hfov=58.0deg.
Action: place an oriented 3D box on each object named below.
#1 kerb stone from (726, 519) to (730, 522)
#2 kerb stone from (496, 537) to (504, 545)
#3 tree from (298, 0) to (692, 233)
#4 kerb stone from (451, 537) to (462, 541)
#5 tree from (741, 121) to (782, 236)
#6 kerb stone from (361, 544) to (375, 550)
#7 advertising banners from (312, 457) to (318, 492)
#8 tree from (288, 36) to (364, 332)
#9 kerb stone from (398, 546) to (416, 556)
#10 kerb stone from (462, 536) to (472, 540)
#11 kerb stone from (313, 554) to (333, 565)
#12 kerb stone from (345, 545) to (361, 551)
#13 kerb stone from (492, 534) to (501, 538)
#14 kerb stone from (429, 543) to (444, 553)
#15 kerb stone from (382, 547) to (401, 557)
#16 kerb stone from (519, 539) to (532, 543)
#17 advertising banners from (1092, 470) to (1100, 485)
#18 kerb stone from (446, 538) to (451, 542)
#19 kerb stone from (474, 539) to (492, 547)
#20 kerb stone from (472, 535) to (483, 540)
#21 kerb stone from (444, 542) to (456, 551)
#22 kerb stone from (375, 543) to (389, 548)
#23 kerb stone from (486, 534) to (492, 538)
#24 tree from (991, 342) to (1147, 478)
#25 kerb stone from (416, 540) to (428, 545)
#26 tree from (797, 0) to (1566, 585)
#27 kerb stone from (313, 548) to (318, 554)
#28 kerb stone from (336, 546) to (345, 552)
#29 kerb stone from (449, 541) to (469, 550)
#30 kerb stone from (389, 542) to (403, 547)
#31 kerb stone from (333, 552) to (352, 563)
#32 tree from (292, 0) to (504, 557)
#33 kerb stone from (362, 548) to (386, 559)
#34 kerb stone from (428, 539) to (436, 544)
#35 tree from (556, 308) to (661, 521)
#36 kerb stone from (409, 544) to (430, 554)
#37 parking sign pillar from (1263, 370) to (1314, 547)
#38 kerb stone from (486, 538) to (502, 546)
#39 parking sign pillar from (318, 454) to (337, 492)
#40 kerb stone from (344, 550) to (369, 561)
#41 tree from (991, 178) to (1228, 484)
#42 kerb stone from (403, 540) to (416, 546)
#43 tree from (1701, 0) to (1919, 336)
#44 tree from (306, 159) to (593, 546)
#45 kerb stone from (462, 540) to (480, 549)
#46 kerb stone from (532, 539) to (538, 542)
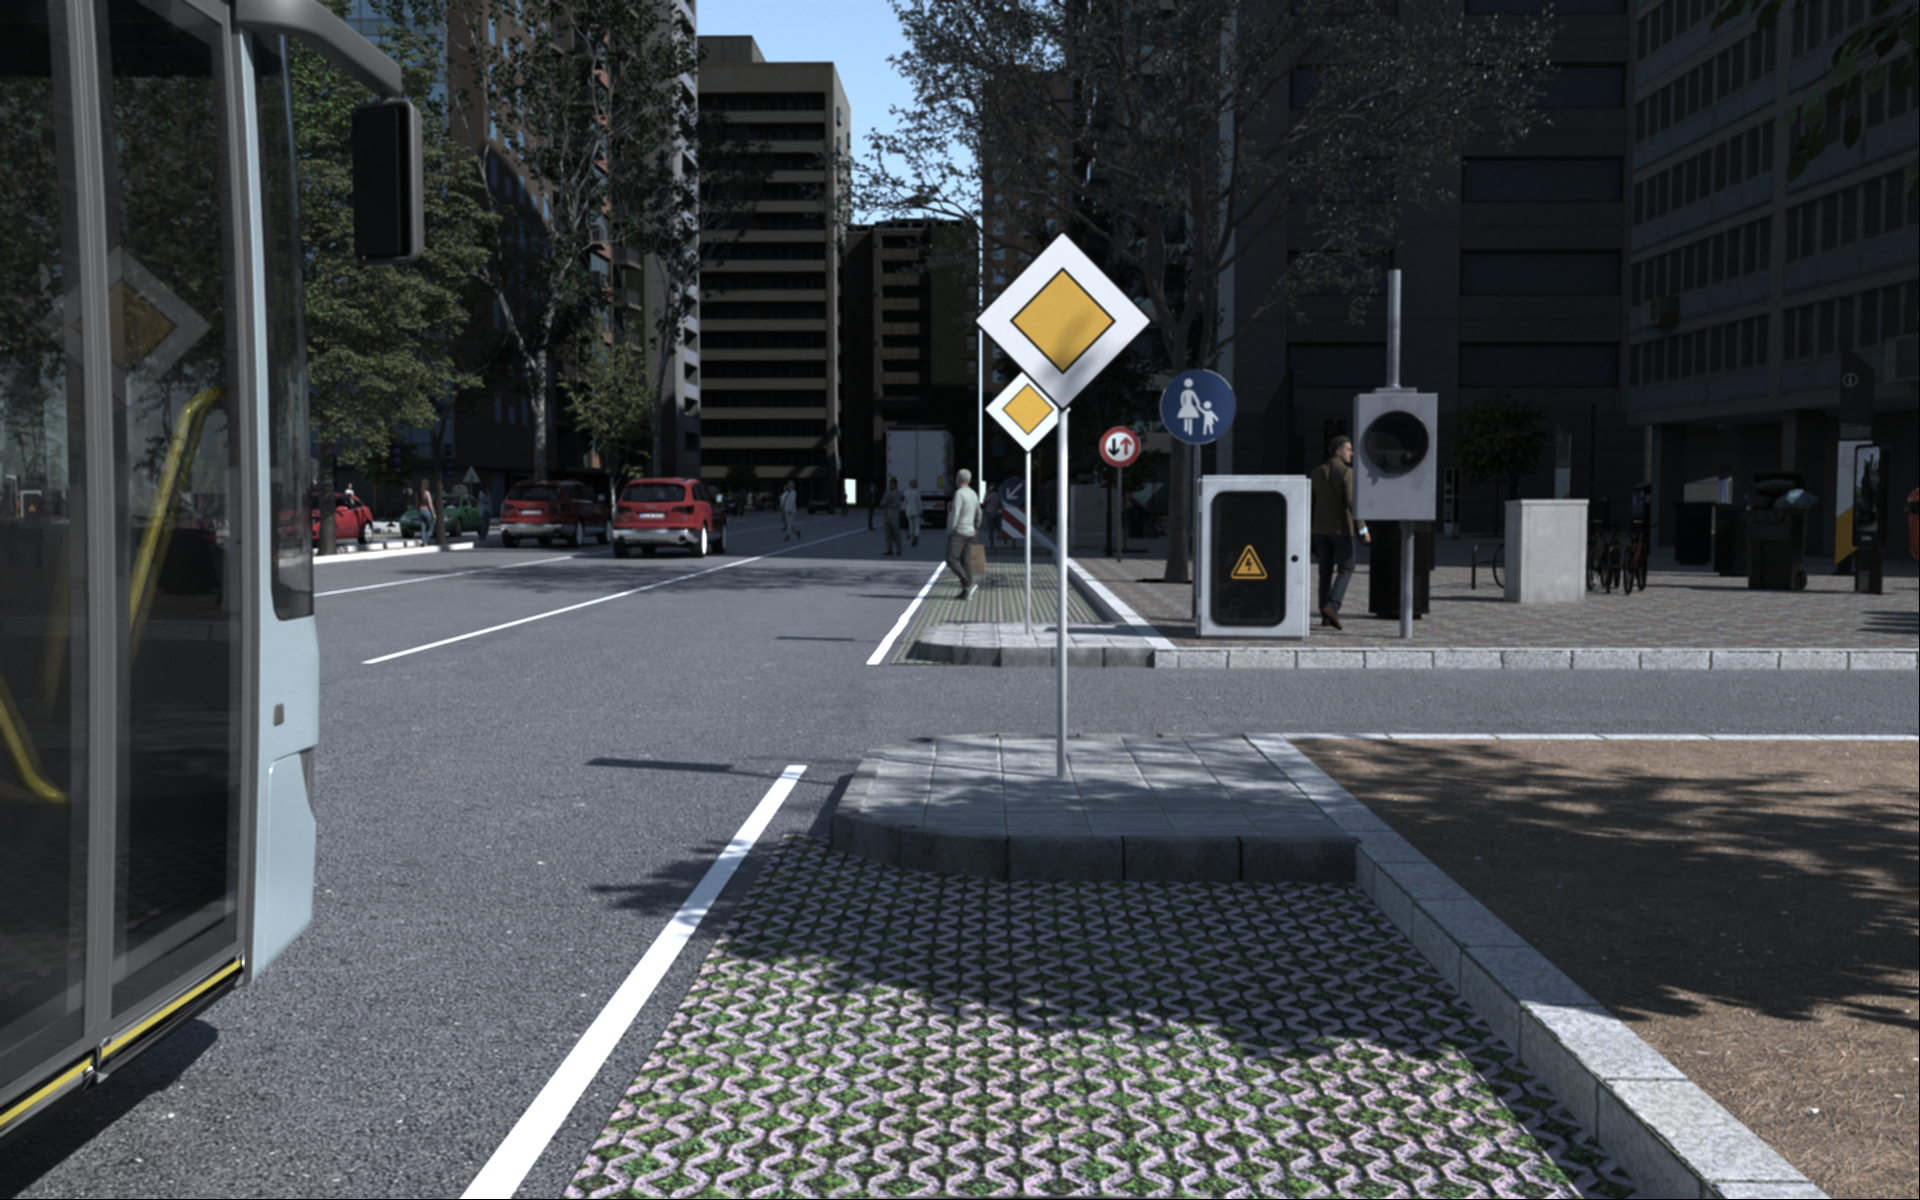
[{"bbox_3d":[-12.074,-4.138,89.853,0.120,0.150,1.000,0,4,1],"label":"kerb stone"},{"bbox_3d":[-12.894,-1.629,48.867,0.120,0.150,1.000,0,4,1],"label":"kerb stone"},{"bbox_3d":[-15.107,-12.198,57.786,12.611,20.169,13.585,0,3,0],"label":"tree"},{"bbox_3d":[-14.952,-1.761,50.990,0.120,0.150,1.000,0,4,1],"label":"kerb stone"},{"bbox_3d":[-14.651,-13.396,77.373,12.611,20.169,13.585,0,3,0],"label":"tree"},{"bbox_3d":[-15.095,-1.322,43.805,0.120,0.150,1.000,0,4,1],"label":"kerb stone"},{"bbox_3d":[-31.276,-5.296,82.774,2.074,3.025,0.090,2,4,34],"label":"advertising banners"},{"bbox_3d":[-14.122,-6.195,29.500,9.928,11.665,9.643,0,3,0],"label":"tree"},{"bbox_3d":[-13.058,-1.126,40.660,0.120,0.150,1.000,0,4,1],"label":"kerb stone"},{"bbox_3d":[-14.935,-1.824,52.024,0.120,0.150,1.000,0,4,1],"label":"kerb stone"},{"bbox_3d":[-13.165,-0.814,35.544,0.120,0.150,1.000,0,4,1],"label":"kerb stone"},{"bbox_3d":[-15.112,-1.259,42.774,0.120,0.150,1.000,0,4,1],"label":"kerb stone"},{"bbox_3d":[-14.873,-2.013,55.105,0.120,0.150,1.000,0,4,1],"label":"kerb stone"},{"bbox_3d":[-13.017,-1.253,42.705,0.120,0.150,1.000,0,4,1],"label":"kerb stone"},{"bbox_3d":[-13.079,-1.067,39.637,0.120,0.150,1.000,0,4,1],"label":"kerb stone"},{"bbox_3d":[-12.854,-1.755,50.915,0.120,0.150,1.000,0,4,1],"label":"kerb stone"},{"bbox_3d":[6.401,-5.765,90.445,2.074,3.025,0.090,1,4,20],"label":"advertising banners"},{"bbox_3d":[-14.976,-1.698,49.961,0.120,0.150,1.000,0,4,1],"label":"kerb stone"},{"bbox_3d":[-12.929,-1.505,46.806,0.120,0.150,1.000,0,4,1],"label":"kerb stone"},{"bbox_3d":[-14.907,-1.887,53.046,0.120,0.150,1.000,0,4,1],"label":"kerb stone"},{"bbox_3d":[-13.001,-1.312,43.737,0.120,0.150,1.000,0,4,1],"label":"kerb stone"},{"bbox_3d":[-15.076,-1.384,44.827,0.120,0.150,1.000,0,4,1],"label":"kerb stone"},{"bbox_3d":[-14.897,-1.950,54.080,0.120,0.150,1.000,0,4,1],"label":"kerb stone"},{"bbox_3d":[5.173,-9.973,81.188,7.486,12.596,7.792,0,3,0],"label":"tree"},{"bbox_3d":[-15.010,-1.570,47.909,0.120,0.150,1.000,0,4,1],"label":"kerb stone"},{"bbox_3d":[3.206,-6.994,24.720,12.009,13.543,11.850,0,3,0],"label":"tree"},{"bbox_3d":[-15.156,-1.133,40.717,0.120,0.150,1.000,0,4,1],"label":"kerb stone"},{"bbox_3d":[-15.136,-1.192,41.747,0.120,0.150,1.000,0,4,1],"label":"kerb stone"},{"bbox_3d":[-12.978,-1.374,44.762,0.120,0.150,1.000,0,4,1],"label":"kerb stone"},{"bbox_3d":[-15.046,-1.447,45.849,0.120,0.150,1.000,0,4,1],"label":"kerb stone"},{"bbox_3d":[-13.144,-0.877,36.571,0.120,0.150,1.000,0,4,1],"label":"kerb stone"},{"bbox_3d":[-14.059,-7.197,38.262,7.486,12.596,7.792,0,3,0],"label":"tree"},{"bbox_3d":[-13.091,-1.004,38.615,0.120,0.150,1.000,0,4,1],"label":"kerb stone"},{"bbox_3d":[-14.987,-1.633,48.931,0.120,0.150,1.000,0,4,1],"label":"kerb stone"},{"bbox_3d":[-13.436,-6.975,66.864,4.737,8.622,4.395,0,3,0],"label":"tree"},{"bbox_3d":[-13.036,-1.186,41.682,0.120,0.150,1.000,0,4,1],"label":"kerb stone"},{"bbox_3d":[7.164,-3.054,38.403,1.447,3.967,1.447,-1,4,-14],"label":"parking sign pillar"},{"bbox_3d":[-12.911,-1.568,47.832,0.120,0.150,1.000,0,4,1],"label":"kerb stone"},{"bbox_3d":[-32.052,-6.074,87.786,1.447,3.967,1.447,-3,5,-43],"label":"parking sign pillar"},{"bbox_3d":[-13.121,-0.936,37.594,0.120,0.150,1.000,0,4,1],"label":"kerb stone"},{"bbox_3d":[4.340,-7.024,49.262,7.601,10.594,8.767,-2,4,-33],"label":"tree"},{"bbox_3d":[-15.030,-1.502,46.873,0.120,0.150,1.000,0,4,1],"label":"kerb stone"},{"bbox_3d":[3.586,-1.247,4.100,4.285,4.588,4.351,0,3,0],"label":"tree"},{"bbox_3d":[-13.732,-6.671,45.947,8.767,10.594,7.601,0,4,1],"label":"tree"},{"bbox_3d":[-12.963,-1.439,45.784,0.120,0.150,1.000,0,4,1],"label":"kerb stone"},{"bbox_3d":[-12.826,-1.819,51.937,0.120,0.150,1.000,0,4,1],"label":"kerb stone"}]
